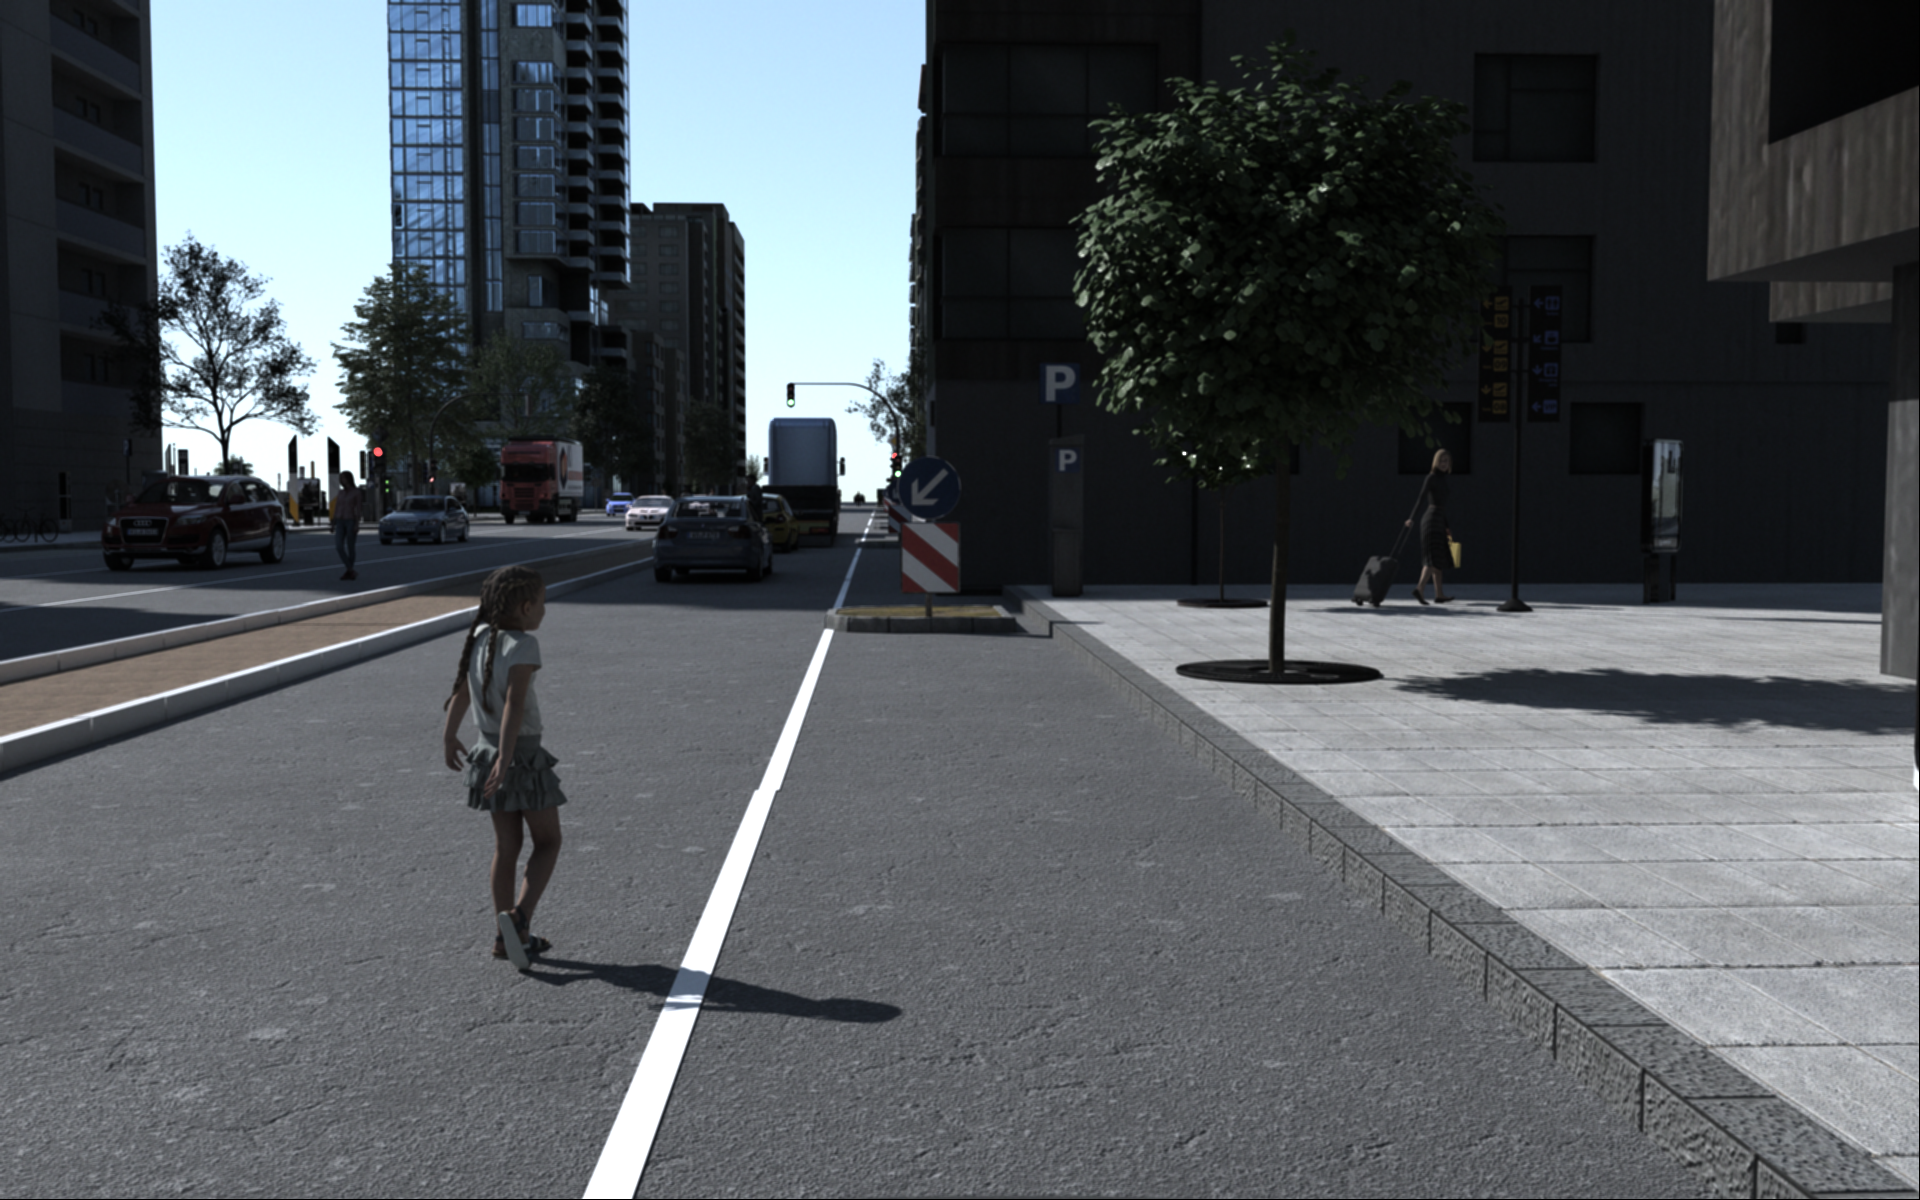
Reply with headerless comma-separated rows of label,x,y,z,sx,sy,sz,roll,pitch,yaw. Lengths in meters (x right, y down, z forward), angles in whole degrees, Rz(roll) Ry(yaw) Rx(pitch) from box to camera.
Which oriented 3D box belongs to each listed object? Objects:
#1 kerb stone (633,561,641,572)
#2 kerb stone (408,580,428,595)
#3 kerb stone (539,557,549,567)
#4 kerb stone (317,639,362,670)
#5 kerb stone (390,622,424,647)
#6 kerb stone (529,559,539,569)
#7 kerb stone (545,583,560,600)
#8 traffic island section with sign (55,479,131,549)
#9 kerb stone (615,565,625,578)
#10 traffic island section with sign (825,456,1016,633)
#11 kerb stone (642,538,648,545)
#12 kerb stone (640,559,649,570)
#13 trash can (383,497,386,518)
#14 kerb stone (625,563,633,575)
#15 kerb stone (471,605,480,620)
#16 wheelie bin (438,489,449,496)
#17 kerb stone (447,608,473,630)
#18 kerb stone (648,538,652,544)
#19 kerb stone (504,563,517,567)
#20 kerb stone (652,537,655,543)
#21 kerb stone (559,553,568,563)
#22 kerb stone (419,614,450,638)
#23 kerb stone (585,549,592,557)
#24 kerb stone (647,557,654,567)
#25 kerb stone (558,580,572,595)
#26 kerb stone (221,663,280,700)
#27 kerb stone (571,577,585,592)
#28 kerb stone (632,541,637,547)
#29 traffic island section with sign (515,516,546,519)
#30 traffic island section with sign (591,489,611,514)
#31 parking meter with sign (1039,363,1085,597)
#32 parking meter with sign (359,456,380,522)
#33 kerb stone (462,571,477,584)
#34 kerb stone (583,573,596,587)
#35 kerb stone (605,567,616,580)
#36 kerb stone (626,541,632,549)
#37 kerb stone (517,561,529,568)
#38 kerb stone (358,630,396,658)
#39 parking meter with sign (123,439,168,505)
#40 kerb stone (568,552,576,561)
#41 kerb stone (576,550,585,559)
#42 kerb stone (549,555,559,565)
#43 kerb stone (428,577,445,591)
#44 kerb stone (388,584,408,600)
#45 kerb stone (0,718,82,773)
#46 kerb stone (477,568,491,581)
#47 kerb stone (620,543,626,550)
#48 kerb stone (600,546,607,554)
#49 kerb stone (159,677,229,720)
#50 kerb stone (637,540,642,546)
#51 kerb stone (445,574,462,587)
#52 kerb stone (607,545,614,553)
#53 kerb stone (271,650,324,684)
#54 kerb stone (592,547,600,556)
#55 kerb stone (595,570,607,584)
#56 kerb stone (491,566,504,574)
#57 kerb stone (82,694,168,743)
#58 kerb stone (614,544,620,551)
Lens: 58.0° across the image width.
kerb stone,-6.052,-0.596,31.936,0.120,0.150,1.000,0,4,-3
kerb stone,-7.819,-0.154,24.712,0.120,0.150,1.000,0,4,-3
kerb stone,-8.248,-0.715,33.912,0.120,0.150,1.000,0,4,-3
kerb stone,-5.253,0.468,14.543,0.120,0.150,1.000,0,4,-3
kerb stone,-5.350,0.343,16.595,0.120,0.150,1.000,0,4,-3
kerb stone,-8.203,-0.654,32.891,0.120,0.150,1.000,0,4,-3
kerb stone,-5.675,-0.093,23.754,0.120,0.150,1.000,0,4,-3
traffic island section with sign,-22.327,-2.255,45.503,1.989,1.847,2.006,0,4,-3
kerb stone,-5.958,-0.471,29.894,0.120,0.150,1.000,0,4,-3
traffic island section with sign,-0.460,-0.620,18.758,1.989,1.847,2.006,0,4,-3
kerb stone,-8.892,-1.593,48.234,0.120,0.150,1.000,0,4,-3
kerb stone,-6.103,-0.651,32.958,0.120,0.150,1.000,0,4,-3
trash can,-28.265,-4.441,84.263,0.748,1.137,0.748,0,3,0
kerb stone,-6.009,-0.532,30.915,0.120,0.150,1.000,0,4,-3
kerb stone,-5.491,0.159,19.670,0.120,0.150,1.000,0,4,-3
wheelie bin,-32.683,-6.234,109.834,0.980,1.594,0.693,1,4,22
kerb stone,-5.447,0.218,18.639,0.120,0.150,1.000,0,4,-3
kerb stone,-8.946,-1.652,49.263,0.120,0.150,1.000,0,4,-3
kerb stone,-8.104,-0.529,30.839,0.120,0.150,1.000,0,4,-3
kerb stone,-8.998,-1.718,50.287,0.120,0.150,1.000,0,4,-3
kerb stone,-8.334,-0.842,35.958,0.120,0.150,1.000,0,4,-3
kerb stone,-5.398,0.283,17.616,0.120,0.150,1.000,0,4,-3
kerb stone,-8.490,-1.030,39.034,0.120,0.150,1.000,0,4,-3
kerb stone,-6.148,-0.721,33.986,0.120,0.150,1.000,0,4,-3
kerb stone,-5.733,-0.158,24.775,0.120,0.150,1.000,0,4,-3
kerb stone,-5.160,0.595,12.500,0.120,0.150,1.000,0,4,-3
kerb stone,-5.769,-0.220,25.800,0.120,0.150,1.000,0,4,-3
kerb stone,-8.816,-1.464,46.191,0.120,0.150,1.000,0,4,-3
traffic island section with sign,-24.850,-5.615,100.440,1.989,1.847,2.006,0,4,-3
traffic island section with sign,-26.095,-7.289,127.795,1.989,1.847,2.006,0,4,-3
parking meter with sign,1.335,-1.592,22.296,0.543,3.016,1.738,0,4,-1
parking meter with sign,-26.767,-5.053,78.885,0.543,3.016,1.738,0,4,-2
kerb stone,-7.959,-0.341,27.776,0.120,0.150,1.000,0,4,-3
kerb stone,-5.818,-0.278,26.822,0.120,0.150,1.000,0,4,-3
kerb stone,-5.911,-0.406,28.873,0.120,0.150,1.000,0,4,-3
kerb stone,-8.762,-1.405,45.168,0.120,0.150,1.000,0,4,-3
kerb stone,-8.149,-0.592,31.868,0.120,0.150,1.000,0,4,-3
kerb stone,-5.299,0.407,15.570,0.120,0.150,1.000,0,4,-3
parking meter with sign,-25.707,-3.615,55.365,1.738,3.016,0.543,-3,5,-43
kerb stone,-8.396,-0.905,36.986,0.120,0.150,1.000,0,4,-3
kerb stone,-8.433,-0.961,38.009,0.120,0.150,1.000,0,4,-3
kerb stone,-8.300,-0.779,34.933,0.120,0.150,1.000,0,4,-3
kerb stone,-7.874,-0.216,25.733,0.120,0.150,1.000,0,4,-3
kerb stone,-7.778,-0.090,23.691,0.120,0.150,1.000,0,4,-3
kerb stone,-5.023,0.782,9.432,0.120,0.150,1.000,0,4,-3
kerb stone,-8.010,-0.404,28.797,0.120,0.150,1.000,0,4,-3
kerb stone,-8.719,-1.337,44.147,0.120,0.150,1.000,0,4,-3
kerb stone,-8.574,-1.155,41.080,0.120,0.150,1.000,0,4,-3
kerb stone,-5.112,0.658,11.479,0.120,0.150,1.000,0,4,-3
kerb stone,-8.854,-1.530,47.213,0.120,0.150,1.000,0,4,-3
kerb stone,-7.921,-0.279,26.754,0.120,0.150,1.000,0,4,-3
kerb stone,-8.620,-1.218,42.104,0.120,0.150,1.000,0,4,-3
kerb stone,-5.208,0.531,13.521,0.120,0.150,1.000,0,4,-3
kerb stone,-8.532,-1.093,40.058,0.120,0.150,1.000,0,4,-3
kerb stone,-5.864,-0.342,27.843,0.120,0.150,1.000,0,4,-3
kerb stone,-8.058,-0.466,29.818,0.120,0.150,1.000,0,4,-3
kerb stone,-5.068,0.718,10.458,0.120,0.150,1.000,0,4,-3
kerb stone,-8.667,-1.280,43.126,0.120,0.150,1.000,0,4,-3
